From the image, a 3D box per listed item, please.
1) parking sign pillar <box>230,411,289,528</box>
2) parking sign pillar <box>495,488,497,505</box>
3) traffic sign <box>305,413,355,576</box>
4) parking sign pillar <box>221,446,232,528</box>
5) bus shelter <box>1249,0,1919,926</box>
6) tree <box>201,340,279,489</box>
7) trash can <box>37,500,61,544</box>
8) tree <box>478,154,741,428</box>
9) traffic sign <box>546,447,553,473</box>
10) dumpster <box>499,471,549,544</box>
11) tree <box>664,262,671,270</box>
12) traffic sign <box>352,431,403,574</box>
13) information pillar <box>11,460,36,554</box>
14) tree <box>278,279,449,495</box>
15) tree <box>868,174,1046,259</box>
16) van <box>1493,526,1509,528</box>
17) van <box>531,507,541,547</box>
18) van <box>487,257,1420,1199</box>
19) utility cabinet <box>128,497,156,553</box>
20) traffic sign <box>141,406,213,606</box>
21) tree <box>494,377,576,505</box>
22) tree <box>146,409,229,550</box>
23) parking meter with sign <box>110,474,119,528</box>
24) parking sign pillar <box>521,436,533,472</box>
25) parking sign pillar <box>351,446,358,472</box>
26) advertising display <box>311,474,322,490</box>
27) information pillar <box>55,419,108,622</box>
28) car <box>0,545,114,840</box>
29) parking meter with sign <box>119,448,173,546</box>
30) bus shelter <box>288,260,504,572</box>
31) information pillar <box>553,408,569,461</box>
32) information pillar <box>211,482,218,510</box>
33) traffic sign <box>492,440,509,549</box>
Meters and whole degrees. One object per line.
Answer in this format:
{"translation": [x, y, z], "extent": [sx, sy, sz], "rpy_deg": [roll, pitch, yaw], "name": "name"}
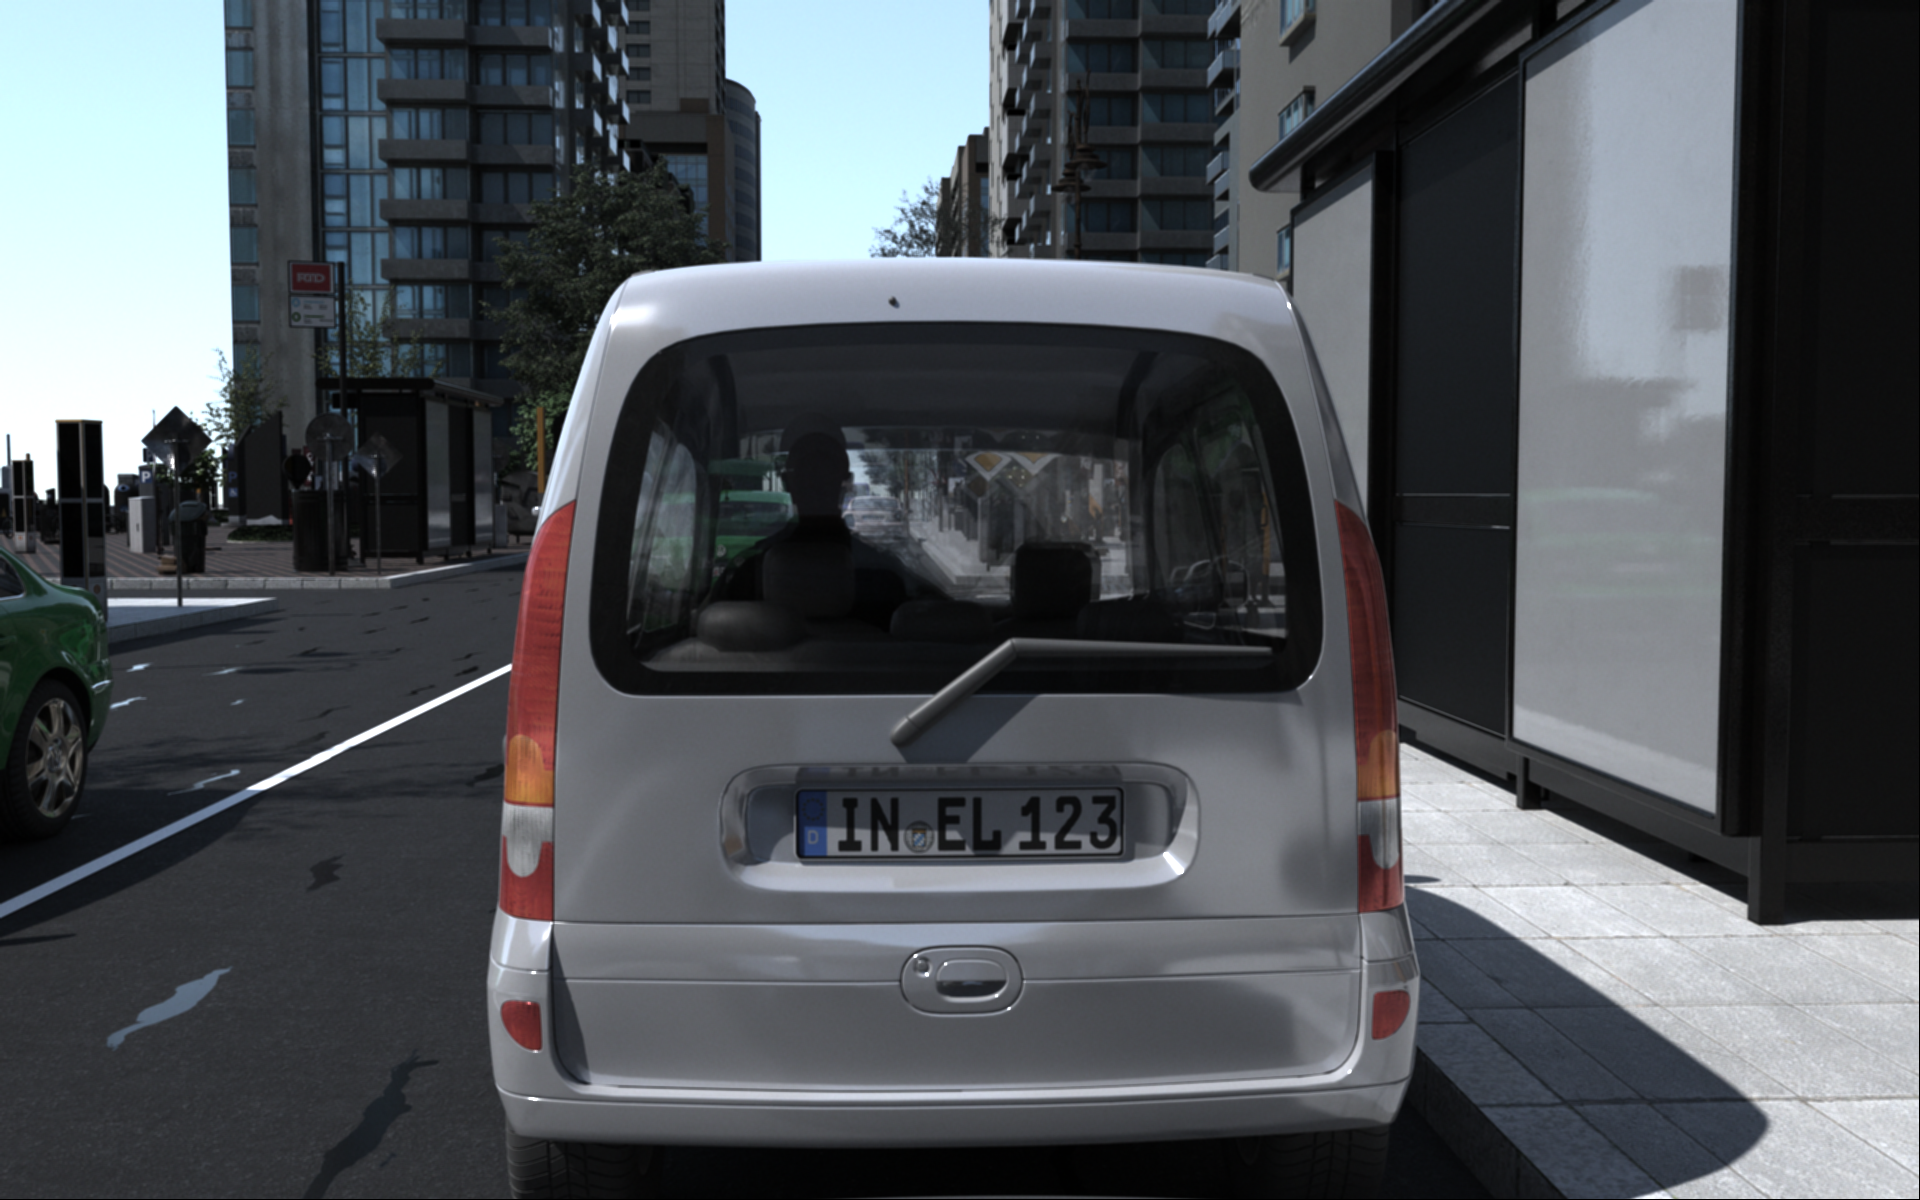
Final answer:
{"translation": [-22.566, -4.154, 56.384], "extent": [1.447, 3.967, 1.447], "rpy_deg": [1, 4, 13], "name": "parking sign pillar"}
{"translation": [-24.010, -6.032, 87.091], "extent": [1.447, 3.967, 1.447], "rpy_deg": [0, 4, -8], "name": "parking sign pillar"}
{"translation": [-9.881, -1.656, 27.176], "extent": [0.768, 2.556, 0.104], "rpy_deg": [0, 4, -2], "name": "traffic sign"}
{"translation": [-27.446, -4.744, 66.029], "extent": [1.447, 3.967, 1.447], "rpy_deg": [0, 4, 1], "name": "parking sign pillar"}
{"translation": [2.958, -1.936, 9.286], "extent": [2.179, 5.291, 8.768], "rpy_deg": [0, 4, -3], "name": "bus shelter"}
{"translation": [-34.493, -8.132, 83.322], "extent": [4.737, 8.622, 4.395], "rpy_deg": [0, 3, 0], "name": "tree"}
{"translation": [-23.278, -2.007, 44.464], "extent": [0.748, 1.137, 0.748], "rpy_deg": [0, 3, 0], "name": "trash can"}
{"translation": [-12.483, -9.637, 64.213], "extent": [9.857, 13.997, 8.962], "rpy_deg": [0, 3, 0], "name": "tree"}
{"translation": [-10.862, -2.847, 46.656], "extent": [0.768, 2.556, 0.104], "rpy_deg": [0, 4, 2], "name": "traffic sign"}
{"translation": [-11.047, -2.364, 44.415], "extent": [1.264, 1.857, 1.865], "rpy_deg": [0, 4, -3], "name": "dumpster"}
{"translation": [-13.539, -10.216, 84.033], "extent": [9.611, 12.733, 9.660], "rpy_deg": [0, 3, 0], "name": "tree"}
{"translation": [-9.323, -1.474, 27.747], "extent": [0.795, 2.450, 0.064], "rpy_deg": [0, 4, -3], "name": "traffic sign"}
{"translation": [-20.240, -2.016, 37.450], "extent": [0.304, 2.012, 0.304], "rpy_deg": [1, 4, 9], "name": "information pillar"}
{"translation": [-20.169, -6.708, 60.037], "extent": [4.737, 8.622, 4.395], "rpy_deg": [0, 3, 0], "name": "tree"}
{"translation": [-0.265, -9.559, 66.668], "extent": [12.009, 13.543, 11.850], "rpy_deg": [0, 3, 0], "name": "tree"}
{"translation": [9.298, -1.066, 24.436], "extent": [4.112, 2.044, 2.013], "rpy_deg": [0, 4, -3], "name": "van"}
{"translation": [-5.951, -1.326, 28.690], "extent": [2.013, 2.044, 4.112], "rpy_deg": [0, 4, -2], "name": "van"}
{"translation": [-0.082, 0.139, 4.740], "extent": [2.013, 2.044, 4.112], "rpy_deg": [0, 4, -2], "name": "van"}
{"translation": [-18.039, -1.653, 38.192], "extent": [0.306, 1.237, 1.020], "rpy_deg": [-3, 5, -40], "name": "utility cabinet"}
{"translation": [-8.929, -0.987, 19.772], "extent": [0.795, 2.450, 0.064], "rpy_deg": [0, 4, -3], "name": "traffic sign"}
{"translation": [-11.033, -3.984, 48.855], "extent": [4.285, 4.588, 4.351], "rpy_deg": [0, 3, 0], "name": "tree"}
{"translation": [-17.550, -2.763, 39.770], "extent": [1.663, 3.219, 1.824], "rpy_deg": [0, 3, 0], "name": "tree"}
{"translation": [-31.523, -4.248, 65.713], "extent": [1.738, 3.016, 0.543], "rpy_deg": [1, 4, 8], "name": "parking meter with sign"}
{"translation": [-12.908, -3.989, 53.697], "extent": [1.447, 3.967, 1.447], "rpy_deg": [0, 4, 3], "name": "parking sign pillar"}
{"translation": [-33.312, -6.558, 95.698], "extent": [1.447, 3.967, 1.447], "rpy_deg": [-1, 4, -23], "name": "parking sign pillar"}
{"translation": [-21.119, -3.191, 57.383], "extent": [0.123, 1.923, 0.974], "rpy_deg": [1, 4, 16], "name": "advertising display"}
{"translation": [-8.729, -0.779, 17.222], "extent": [0.304, 2.012, 0.304], "rpy_deg": [1, 4, 11], "name": "information pillar"}
{"translation": [-4.589, 0.182, 5.816], "extent": [1.959, 1.807, 4.718], "rpy_deg": [0, 4, -3], "name": "car"}
{"translation": [-20.190, -2.878, 43.314], "extent": [0.543, 3.016, 1.738], "rpy_deg": [0, 4, 6], "name": "parking meter with sign"}
{"translation": [-10.595, -3.363, 32.612], "extent": [2.179, 5.291, 8.768], "rpy_deg": [0, 4, -3], "name": "bus shelter"}
{"translation": [-10.561, -3.349, 46.113], "extent": [0.504, 3.616, 0.183], "rpy_deg": [-1, 4, -10], "name": "information pillar"}
{"translation": [-43.669, -5.929, 101.438], "extent": [0.304, 2.012, 0.304], "rpy_deg": [0, 4, -2], "name": "information pillar"}
{"translation": [-10.925, -2.473, 40.532], "extent": [0.768, 2.556, 0.104], "rpy_deg": [0, 4, 0], "name": "traffic sign"}
